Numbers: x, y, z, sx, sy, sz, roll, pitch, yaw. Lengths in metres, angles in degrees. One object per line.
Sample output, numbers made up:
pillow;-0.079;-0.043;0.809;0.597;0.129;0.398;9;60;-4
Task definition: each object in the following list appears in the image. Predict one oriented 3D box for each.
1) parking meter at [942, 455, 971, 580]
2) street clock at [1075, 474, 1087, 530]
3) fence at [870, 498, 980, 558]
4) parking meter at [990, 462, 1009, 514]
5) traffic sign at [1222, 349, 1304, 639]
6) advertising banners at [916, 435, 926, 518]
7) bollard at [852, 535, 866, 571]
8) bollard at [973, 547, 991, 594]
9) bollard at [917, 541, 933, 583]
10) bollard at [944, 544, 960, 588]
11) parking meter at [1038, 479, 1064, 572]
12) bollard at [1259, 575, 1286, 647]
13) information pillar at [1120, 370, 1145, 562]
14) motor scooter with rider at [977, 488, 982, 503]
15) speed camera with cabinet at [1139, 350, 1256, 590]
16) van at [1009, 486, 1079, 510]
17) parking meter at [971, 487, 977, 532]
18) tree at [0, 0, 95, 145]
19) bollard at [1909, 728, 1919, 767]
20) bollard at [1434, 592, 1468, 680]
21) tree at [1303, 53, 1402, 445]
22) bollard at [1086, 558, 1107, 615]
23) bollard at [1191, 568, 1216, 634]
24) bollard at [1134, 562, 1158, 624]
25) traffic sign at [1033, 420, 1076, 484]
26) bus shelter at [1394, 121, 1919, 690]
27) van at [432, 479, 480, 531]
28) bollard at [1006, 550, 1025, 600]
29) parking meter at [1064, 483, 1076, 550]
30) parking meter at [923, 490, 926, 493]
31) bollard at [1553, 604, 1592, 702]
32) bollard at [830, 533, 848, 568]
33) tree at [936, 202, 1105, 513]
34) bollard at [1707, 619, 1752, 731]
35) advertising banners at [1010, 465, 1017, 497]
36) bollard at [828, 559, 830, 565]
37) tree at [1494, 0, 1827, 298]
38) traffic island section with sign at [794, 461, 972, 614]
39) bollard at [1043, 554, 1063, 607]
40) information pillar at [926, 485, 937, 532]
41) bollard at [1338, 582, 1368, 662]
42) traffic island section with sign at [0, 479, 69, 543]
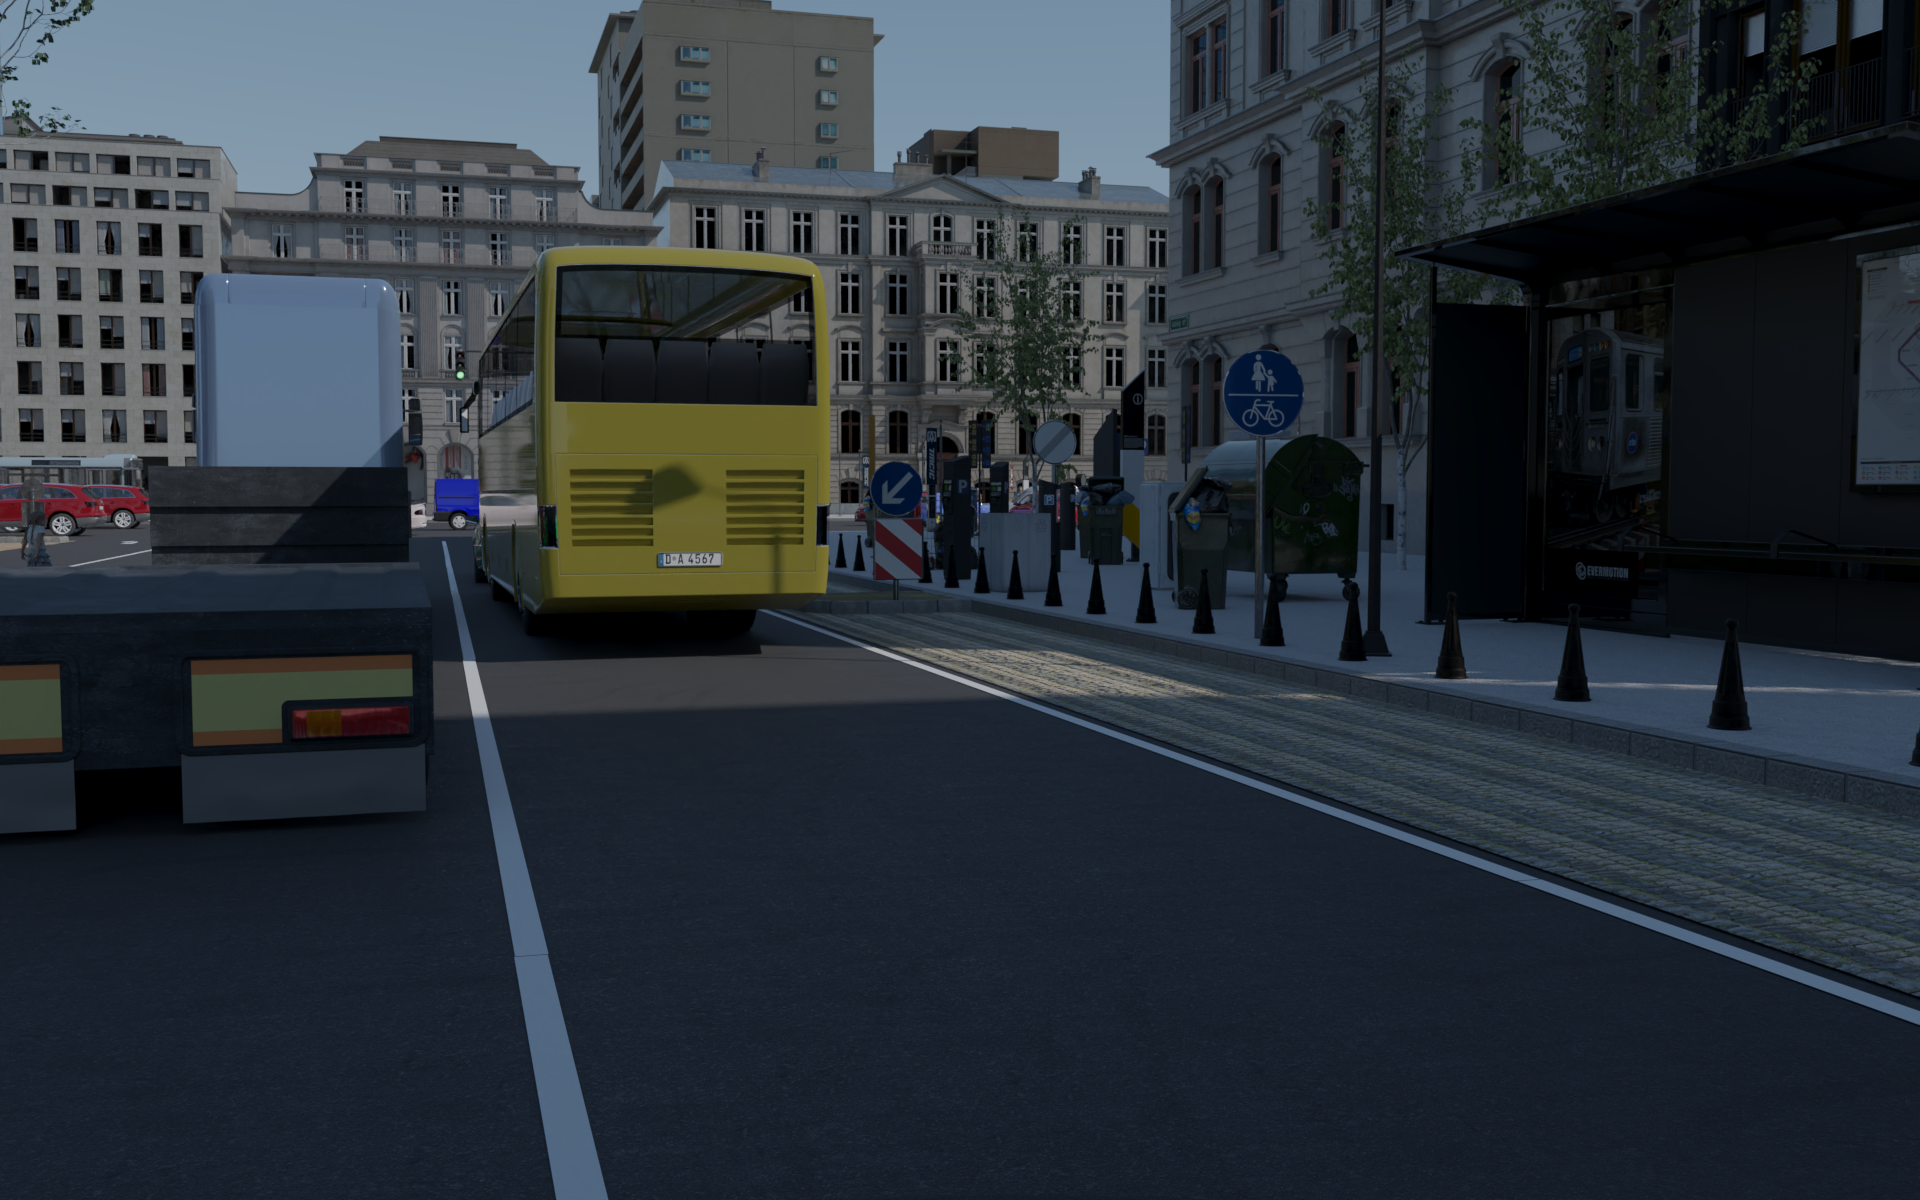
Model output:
parking meter;-0.049;-1.237;25.938;0.399;1.863;0.255;-3;4;-38
street clock;4.288;-3.475;61.379;0.358;2.002;0.471;2;4;29
fence;-0.652;-1.447;34.867;2.264;1.192;0.480;-1;4;-9
parking meter;0.702;-1.543;30.945;0.255;1.863;0.399;1;4;22
traffic sign;2.655;-0.930;15.306;0.768;2.556;0.104;-1;4;-13
advertising banners;-1.225;-3.338;50.766;0.090;3.025;2.074;1;4;12
bollard;-1.681;-0.785;28.868;0.229;0.601;0.229;0;3;0
bollard;0.284;-0.389;22.407;0.229;0.601;0.229;0;3;0
bollard;-0.501;-0.547;24.992;0.229;0.601;0.229;0;3;0
bollard;-0.111;-0.468;23.696;0.229;0.601;0.229;0;3;0
parking meter;1.471;-1.224;28.428;0.372;1.533;0.369;0;3;0
bollard;2.645;0.085;14.650;0.229;0.601;0.229;0;3;0
information pillar;3.261;-2.526;32.655;0.504;3.616;0.183;-2;4;-25
motor scooter with rider;0.666;-4.974;90.296;1.986;1.779;0.876;-1;4;-16
speed camera with cabinet;3.475;-1.784;23.509;2.038;3.252;0.660;-1;4;-21
van;3.403;-4.370;78.462;4.112;2.044;2.013;-1;4;-18
parking meter;0.404;-3.098;59.060;0.372;1.533;0.369;0;3;0
tree;-25.633;-11.121;40.175;12.611;20.169;13.585;0;3;0
bollard;4.611;0.482;8.160;0.229;0.601;0.229;0;3;0
bollard;3.425;0.243;12.066;0.229;0.601;0.229;0;3;0
tree;7.496;-4.795;28.760;4.737;8.622;4.395;0;3;0
bollard;1.460;-0.152;18.531;0.229;0.601;0.229;0;3;0
bollard;2.246;0.006;15.951;0.229;0.601;0.229;0;3;0
bollard;1.854;-0.073;17.241;0.229;0.601;0.229;0;3;0
traffic sign;1.617;-1.819;29.841;0.768;2.556;0.104;-1;4;-13
bus shelter;5.906;-1.400;14.178;1.731;3.624;6.357;-1;4;-17
van;-18.430;-3.978;69.418;5.245;2.365;2.240;-1;4;-18
bollard;0.676;-0.310;21.116;0.229;0.601;0.229;0;3;0
parking meter;2.464;-1.909;39.625;0.372;1.533;0.369;0;3;0
parking meter;-2.098;-5.931;105.378;0.372;1.533;0.369;0;3;0
bollard;3.815;0.322;10.775;0.229;0.601;0.229;0;3;0
bollard;-2.074;-0.863;30.158;0.229;0.601;0.229;0;3;0
tree;1.759;-5.683;43.273;4.737;8.622;4.395;0;3;0
bollard;4.216;0.402;9.474;0.229;0.601;0.229;0;3;0
advertising banners;3.450;-6.773;106.928;0.090;3.025;2.074;1;4;22
bollard;-2.462;-0.943;31.458;0.229;0.601;0.229;0;3;0
tree;8.513;-4.366;21.742;4.737;8.622;4.395;0;3;0
traffic island section with sign;-1.079;-0.789;21.534;1.989;1.847;2.006;-1;4;-17
bollard;1.071;-0.231;19.822;0.229;0.601;0.229;0;3;0
information pillar;-0.966;-3.317;58.721;0.304;2.012;0.304;-1;4;-12
bollard;3.032;0.164;13.356;0.229;0.601;0.229;0;3;0
traffic island section with sign;-27.661;-2.648;51.428;2.006;1.907;1.989;-1;4;-17
